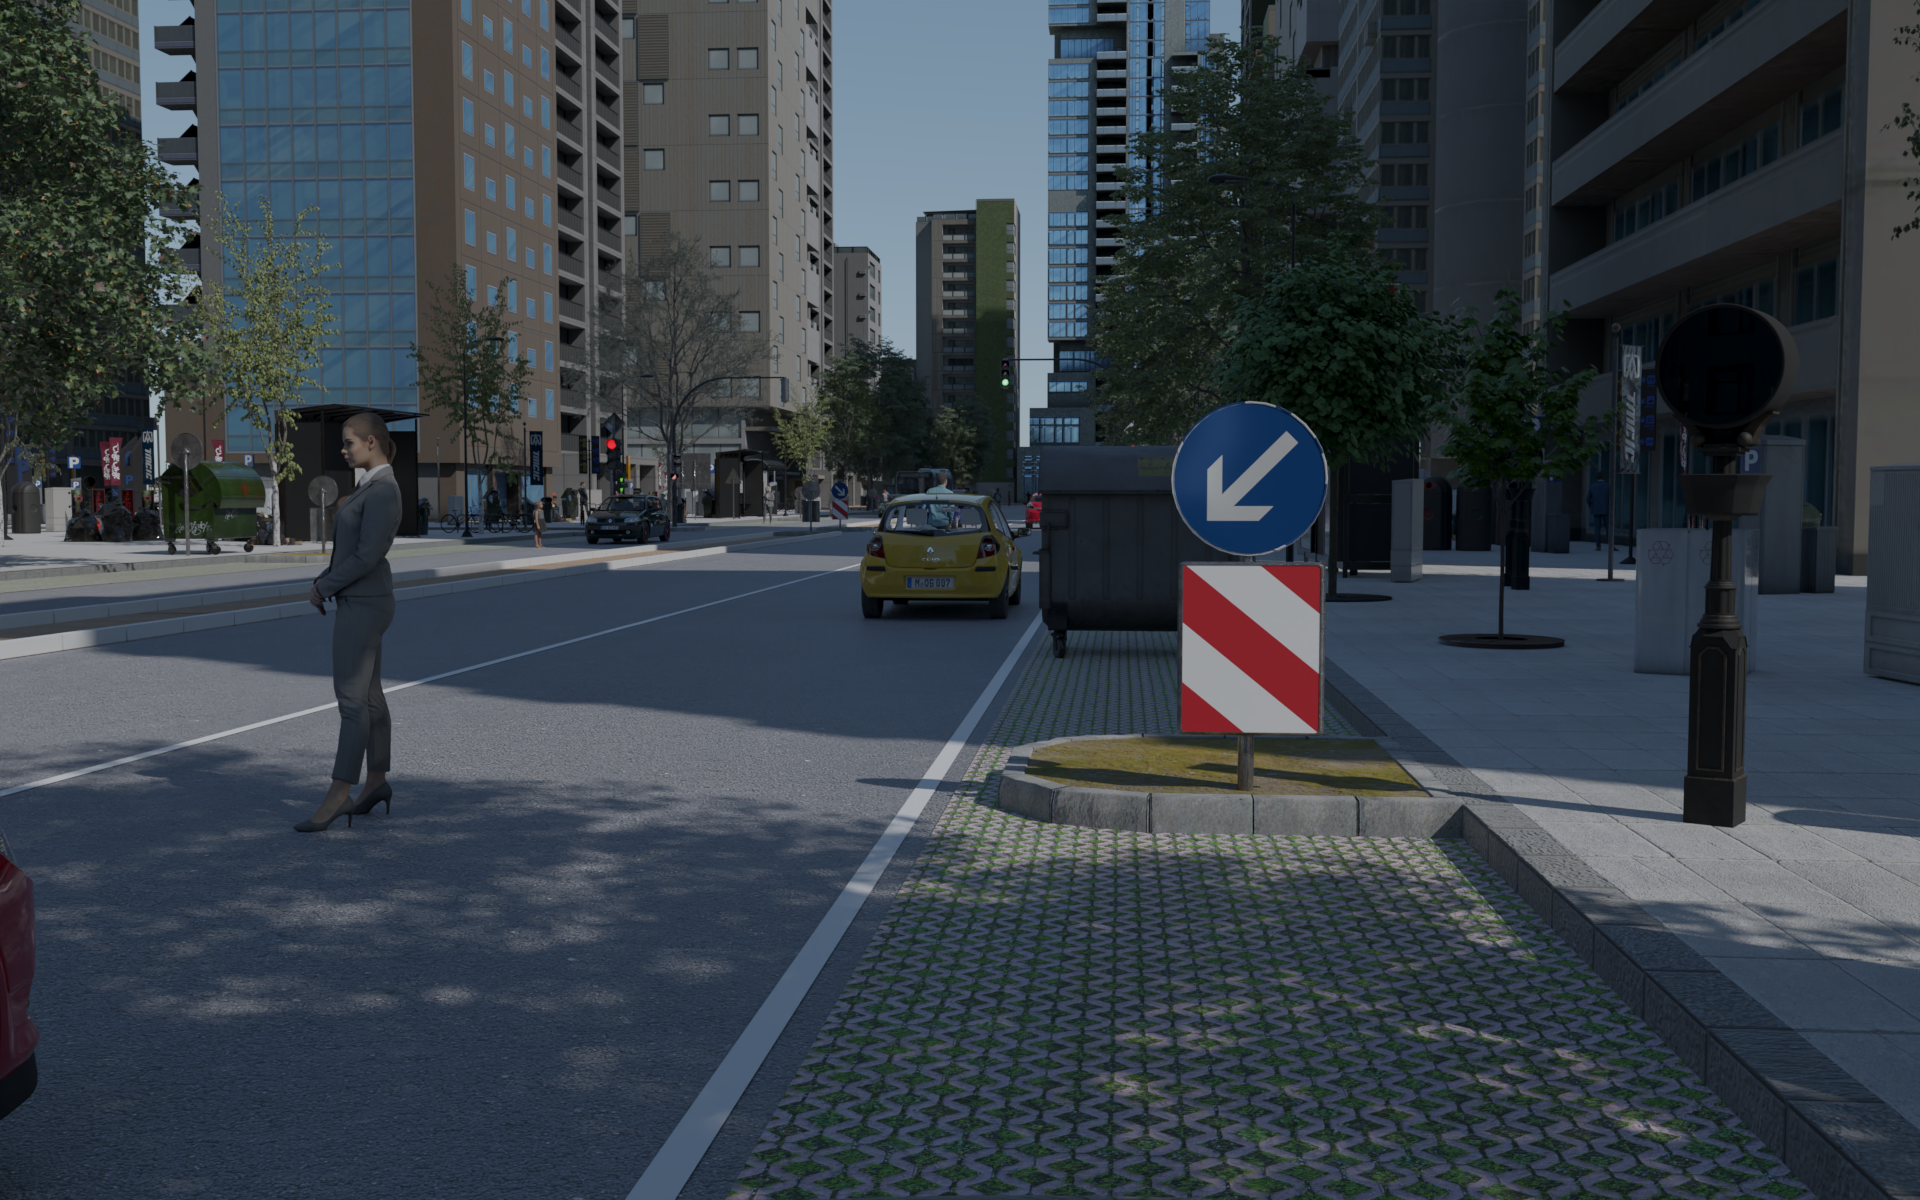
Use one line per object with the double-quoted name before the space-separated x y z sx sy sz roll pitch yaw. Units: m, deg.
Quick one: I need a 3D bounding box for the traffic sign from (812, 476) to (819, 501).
"traffic sign" -10.296 -7.433 121.634 0.768 2.556 0.104 0 4 6

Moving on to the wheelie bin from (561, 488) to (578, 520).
"wheelie bin" -19.395 -4.775 85.979 0.693 1.594 0.980 -3 4 -37

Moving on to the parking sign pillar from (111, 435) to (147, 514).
"parking sign pillar" -38.814 -5.629 80.506 1.447 3.967 1.447 1 4 16

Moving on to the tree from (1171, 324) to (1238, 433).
"tree" 10.304 -7.320 70.041 4.360 8.622 3.978 0 3 0

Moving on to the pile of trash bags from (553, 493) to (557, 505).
"pile of trash bags" -24.793 -5.495 99.594 3.447 1.369 1.912 1 4 11

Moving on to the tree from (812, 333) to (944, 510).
"tree" -7.053 -14.142 137.884 9.857 13.997 8.962 0 3 0

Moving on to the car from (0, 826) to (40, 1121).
"car" -2.902 0.444 1.782 2.155 1.783 4.494 0 4 6

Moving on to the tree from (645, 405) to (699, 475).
"tree" -23.398 -11.671 141.188 4.360 8.622 3.978 0 3 0

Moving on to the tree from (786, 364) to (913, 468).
"tree" -8.731 -11.655 124.974 8.767 10.594 7.601 1 4 11

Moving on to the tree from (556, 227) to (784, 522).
"tree" -13.159 -10.302 78.803 12.009 13.543 11.850 0 3 0

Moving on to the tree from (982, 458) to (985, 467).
"tree" -0.464 -16.480 203.866 7.601 10.594 8.767 -2 4 -26

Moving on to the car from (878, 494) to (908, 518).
"car" -3.855 -5.784 106.367 2.131 1.459 4.920 0 4 7

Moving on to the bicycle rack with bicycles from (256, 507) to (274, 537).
"bicycle rack with bicycles" -19.101 -2.264 50.394 2.925 0.926 2.852 1 4 13

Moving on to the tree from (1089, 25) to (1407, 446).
"tree" 7.185 -7.611 42.559 7.486 12.596 7.792 0 3 0

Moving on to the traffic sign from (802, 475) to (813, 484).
"traffic sign" -10.088 -7.007 114.666 0.768 2.556 0.104 1 4 12

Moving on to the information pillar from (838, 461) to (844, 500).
"information pillar" -8.308 -7.901 120.537 0.504 3.616 0.183 2 4 28

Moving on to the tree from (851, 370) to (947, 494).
"tree" -5.682 -14.617 155.988 9.611 12.733 9.660 0 3 0

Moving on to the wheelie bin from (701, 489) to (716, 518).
"wheelie bin" -13.564 -5.237 93.534 0.693 1.594 0.980 1 4 16

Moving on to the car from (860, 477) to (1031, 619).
"car" -0.155 -0.681 21.357 2.015 1.641 3.980 0 4 5

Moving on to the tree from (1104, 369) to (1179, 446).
"tree" 18.168 -14.892 153.855 12.009 13.543 11.850 0 3 0

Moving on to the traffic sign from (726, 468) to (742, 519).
"traffic sign" -11.430 -5.345 87.396 0.884 2.594 0.081 1 4 14

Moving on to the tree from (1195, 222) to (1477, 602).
"tree" 4.492 -2.289 21.141 4.285 4.588 4.351 0 3 0

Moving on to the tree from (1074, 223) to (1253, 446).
"tree" 10.336 -10.724 81.986 9.857 13.997 8.962 0 3 0

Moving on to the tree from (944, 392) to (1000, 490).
"tree" 0.174 -18.954 216.553 9.857 13.997 8.962 0 3 0

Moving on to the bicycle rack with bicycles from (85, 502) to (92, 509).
"bicycle rack with bicycles" -39.235 -3.889 76.965 2.852 0.926 2.925 2 4 35

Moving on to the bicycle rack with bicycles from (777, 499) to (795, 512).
"bicycle rack with bicycles" -12.583 -6.828 125.027 2.925 0.926 2.852 2 4 25

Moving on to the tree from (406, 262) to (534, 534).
"tree" -15.277 -6.388 54.814 4.737 8.622 4.395 0 3 0

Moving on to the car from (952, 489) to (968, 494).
"car" -0.304 -7.896 137.779 2.281 1.827 5.304 0 4 5

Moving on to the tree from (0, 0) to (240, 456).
"tree" -17.068 -6.822 28.549 9.611 12.733 9.660 0 3 0

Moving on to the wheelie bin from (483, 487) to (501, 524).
"wheelie bin" -20.312 -4.112 75.134 0.693 1.594 0.980 -2 4 -30

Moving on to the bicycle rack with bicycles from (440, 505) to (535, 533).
"bicycle rack with bicycles" -15.353 -2.699 57.512 2.925 0.926 2.852 1 4 22

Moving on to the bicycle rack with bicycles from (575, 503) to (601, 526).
"bicycle rack with bicycles" -14.227 -3.457 69.897 2.852 0.926 2.925 -1 4 -11

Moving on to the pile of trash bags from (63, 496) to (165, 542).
"pile of trash bags" -22.687 -2.313 47.575 1.912 1.369 3.447 1 4 19

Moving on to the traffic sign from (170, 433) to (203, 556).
"traffic sign" -16.047 -2.191 35.929 0.768 2.556 0.104 1 4 13

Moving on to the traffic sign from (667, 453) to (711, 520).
"traffic sign" -13.519 -5.653 86.302 2.265 3.308 0.079 1 4 9

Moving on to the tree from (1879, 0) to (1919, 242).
"tree" 13.507 -4.366 21.739 4.360 8.622 3.978 0 3 0

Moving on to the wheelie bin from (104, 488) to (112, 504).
"wheelie bin" -42.377 -4.808 86.525 0.693 1.594 0.980 3 4 38

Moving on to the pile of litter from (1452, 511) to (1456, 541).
"pile of litter" 13.871 -2.070 47.804 1.719 0.858 1.176 1 4 17

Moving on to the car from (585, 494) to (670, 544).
"car" -9.763 -2.522 51.021 2.009 1.686 4.222 0 4 4

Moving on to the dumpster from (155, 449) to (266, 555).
"dumpster" -16.078 -2.121 37.168 1.502 2.255 1.985 0 4 5

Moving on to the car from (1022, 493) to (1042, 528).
"car" 3.642 -3.833 71.708 2.155 1.783 4.494 0 4 4

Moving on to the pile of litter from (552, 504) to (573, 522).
"pile of litter" -18.341 -3.995 79.283 1.176 0.858 1.719 -1 4 -22

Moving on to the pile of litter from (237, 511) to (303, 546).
"pile of litter" -17.338 -1.809 43.544 1.719 0.858 1.176 2 4 32

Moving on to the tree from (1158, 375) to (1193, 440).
"tree" 12.998 -9.189 100.609 4.737 8.622 4.395 0 3 0

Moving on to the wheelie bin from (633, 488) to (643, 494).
"wheelie bin" -16.878 -5.029 90.138 0.980 1.594 0.693 -1 4 -15

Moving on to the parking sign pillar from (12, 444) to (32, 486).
"parking sign pillar" -38.780 -5.072 71.405 1.447 3.967 1.447 0 4 -3

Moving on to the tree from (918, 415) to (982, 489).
"tree" -3.524 -15.392 186.067 7.601 10.594 8.767 2 4 35

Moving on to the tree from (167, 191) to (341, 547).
"tree" -16.763 -5.587 41.717 4.737 8.622 4.395 0 3 0

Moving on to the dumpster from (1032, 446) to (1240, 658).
"dumpster" 1.607 -0.441 15.420 1.865 1.857 1.264 0 4 6

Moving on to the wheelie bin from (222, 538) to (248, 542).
"wheelie bin" -19.634 -2.389 46.960 0.980 1.594 0.693 3 5 40

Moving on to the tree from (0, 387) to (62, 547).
"tree" -23.098 -5.560 41.269 4.360 8.622 3.978 0 3 0

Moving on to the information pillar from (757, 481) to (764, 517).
"information pillar" -11.275 -5.717 97.968 0.304 2.012 0.304 2 4 32

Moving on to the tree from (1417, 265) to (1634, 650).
"tree" 4.505 -1.225 14.624 1.663 3.219 1.824 0 3 0

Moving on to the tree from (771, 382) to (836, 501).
"tree" -10.033 -9.865 111.655 4.737 8.622 4.395 0 3 0

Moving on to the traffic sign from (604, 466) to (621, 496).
"traffic sign" -14.495 -4.405 72.135 0.768 2.556 0.104 1 4 14
